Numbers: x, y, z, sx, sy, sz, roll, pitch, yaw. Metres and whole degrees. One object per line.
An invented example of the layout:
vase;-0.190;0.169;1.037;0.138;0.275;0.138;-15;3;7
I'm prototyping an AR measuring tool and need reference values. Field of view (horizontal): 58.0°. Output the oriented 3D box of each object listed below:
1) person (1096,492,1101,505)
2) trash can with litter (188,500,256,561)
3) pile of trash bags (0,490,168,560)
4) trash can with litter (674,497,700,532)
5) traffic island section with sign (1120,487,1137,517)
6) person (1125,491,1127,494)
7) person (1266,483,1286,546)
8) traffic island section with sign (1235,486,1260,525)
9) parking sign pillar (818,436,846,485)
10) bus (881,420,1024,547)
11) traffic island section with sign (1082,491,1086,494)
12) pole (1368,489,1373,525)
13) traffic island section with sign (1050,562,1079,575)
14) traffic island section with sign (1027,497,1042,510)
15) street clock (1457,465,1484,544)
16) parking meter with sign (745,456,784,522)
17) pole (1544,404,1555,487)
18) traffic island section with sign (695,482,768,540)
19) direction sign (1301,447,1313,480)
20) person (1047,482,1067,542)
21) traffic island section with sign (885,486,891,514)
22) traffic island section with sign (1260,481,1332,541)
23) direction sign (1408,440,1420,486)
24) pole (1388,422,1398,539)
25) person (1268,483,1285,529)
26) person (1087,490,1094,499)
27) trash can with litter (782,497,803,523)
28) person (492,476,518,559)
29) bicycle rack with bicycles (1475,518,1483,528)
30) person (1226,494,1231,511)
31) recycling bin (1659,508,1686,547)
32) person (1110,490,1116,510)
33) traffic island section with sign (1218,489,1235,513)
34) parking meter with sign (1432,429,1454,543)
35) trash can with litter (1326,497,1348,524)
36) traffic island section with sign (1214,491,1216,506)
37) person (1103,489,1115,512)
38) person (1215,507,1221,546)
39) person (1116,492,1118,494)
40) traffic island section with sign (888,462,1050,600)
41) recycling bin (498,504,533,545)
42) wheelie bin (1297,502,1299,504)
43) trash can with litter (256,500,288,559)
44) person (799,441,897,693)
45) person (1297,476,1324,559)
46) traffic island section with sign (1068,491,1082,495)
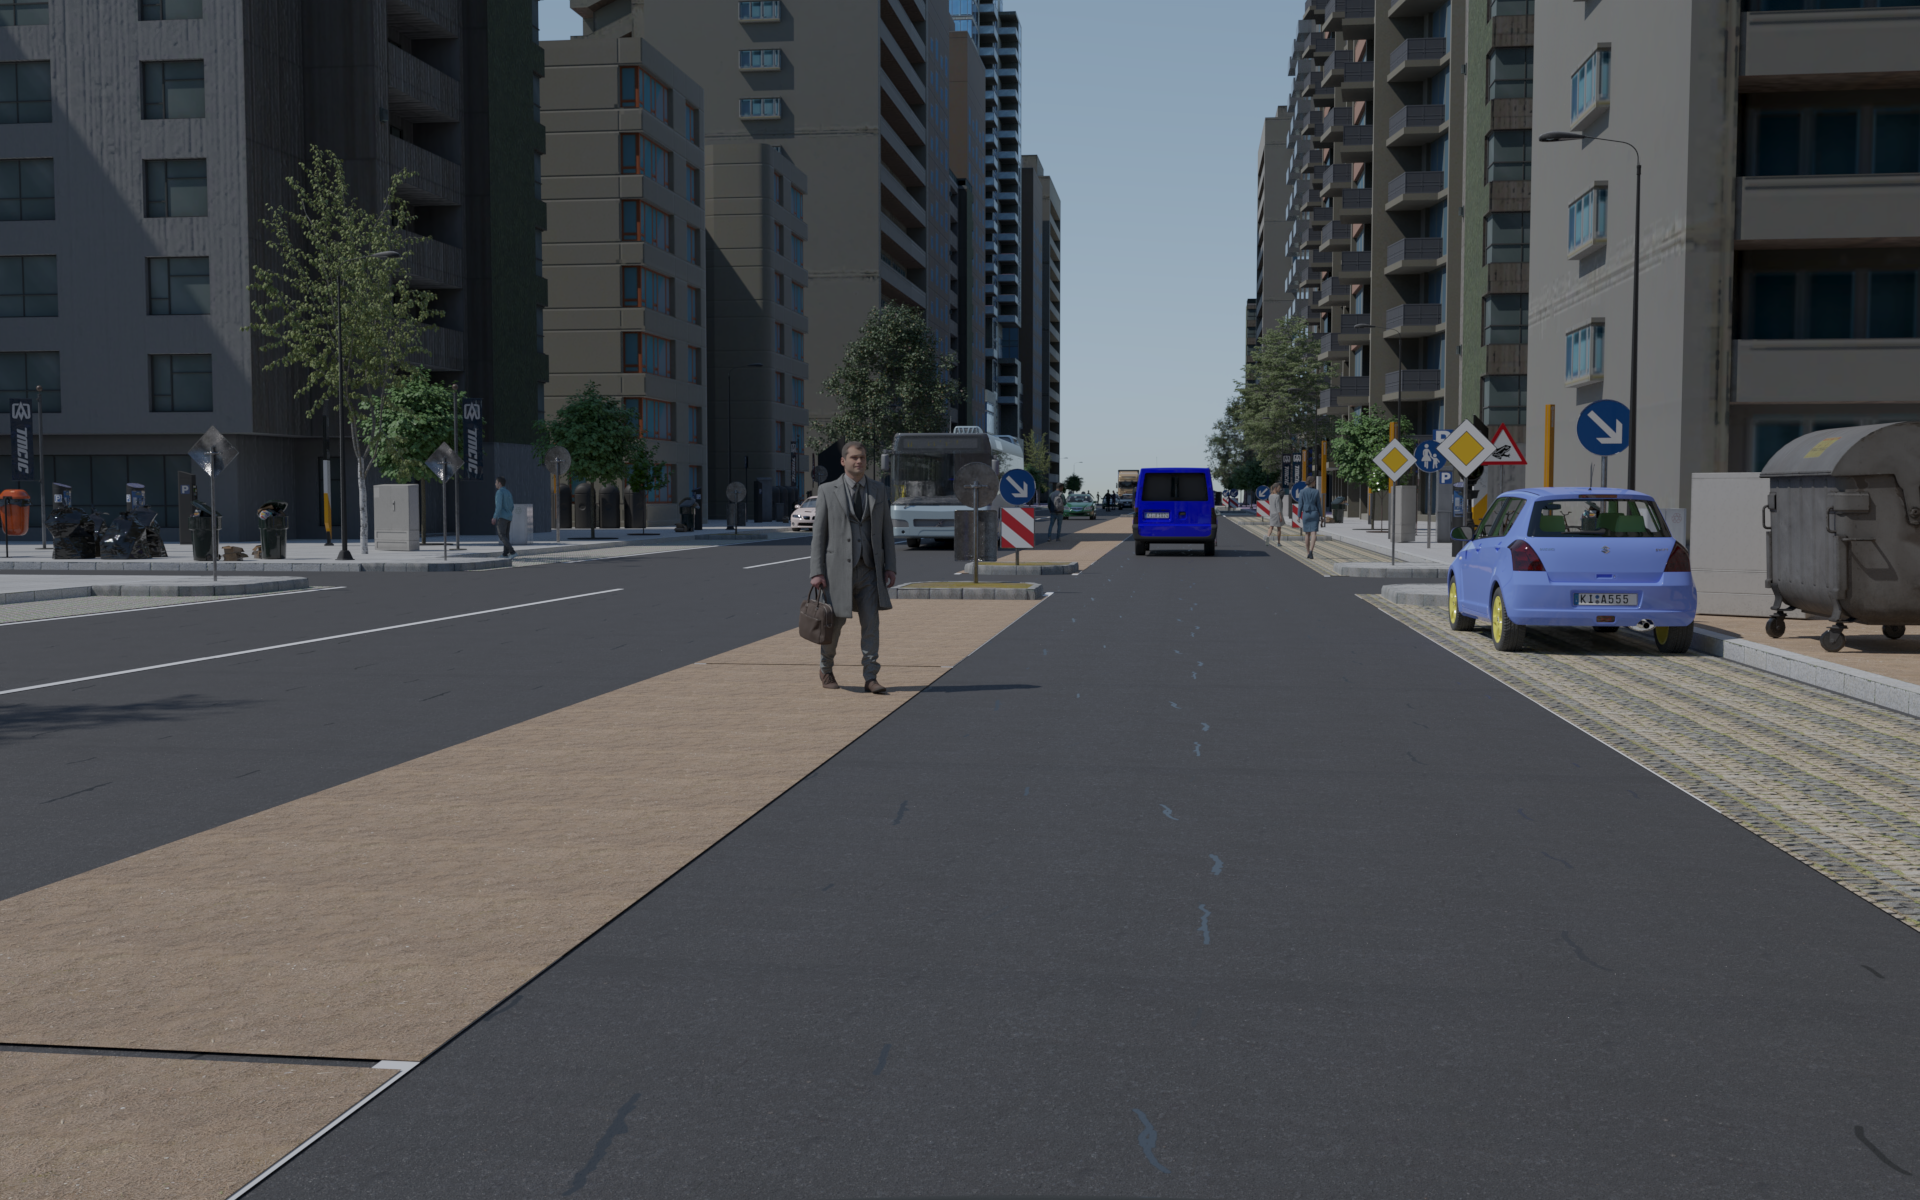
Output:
person;18.235;-13.375;227.703;0.721;1.766;1.217;2;4;33
trash can with litter;-14.215;-1.335;33.221;1.055;1.170;0.624;0;4;-3
pile of trash bags;-17.722;-1.531;34.784;3.447;1.369;1.912;1;4;9
trash can with litter;-9.215;-2.869;58.298;0.624;1.170;1.055;1;4;11
traffic island section with sign;10.857;-5.993;106.129;2.006;1.907;1.989;0;4;7
person;17.526;-10.591;182.215;0.434;1.755;0.990;-1;4;-10
person;8.563;-2.310;47.022;0.466;1.731;0.760;2;4;33
traffic island section with sign;13.903;-4.381;80.255;1.989;1.847;2.006;0;4;7
parking sign pillar;-5.909;-5.611;80.218;1.447;3.967;1.447;1;4;13
bus;0.096;-3.324;49.204;2.948;3.499;13.247;0;4;6
traffic island section with sign;17.239;-14.218;241.089;1.989;1.847;2.006;0;4;7
pole;17.288;-4.831;72.836;0.158;3.312;0.155;0;3;0
traffic island section with sign;1.115;-1.436;31.622;2.006;1.907;1.989;0;4;7
traffic island section with sign;6.485;-9.194;158.943;1.989;1.847;2.006;0;4;7
street clock;9.663;-1.728;32.825;0.471;2.002;0.358;1;4;10
parking meter with sign;-8.989;-5.100;79.649;1.738;3.016;0.543;-1;4;-15
pole;13.409;-2.789;39.445;0.158;3.312;0.155;0;3;0
traffic island section with sign;-7.165;-2.820;54.734;1.989;1.847;2.006;0;4;7
direction sign;16.682;-5.590;83.398;0.876;3.537;0.379;-3;5;-42
person;2.908;-2.634;51.912;0.623;1.781;0.721;1;4;14
traffic island section with sign;-3.564;-4.500;82.210;1.989;1.847;2.006;0;4;7
traffic island section with sign;10.408;-2.746;53.527;1.989;1.847;2.006;0;4;7
direction sign;19.075;-4.945;72.850;0.876;3.537;0.379;-3;5;-44
pole;12.300;-3.387;49.215;0.158;3.312;0.155;0;3;0
person;13.048;-3.877;71.244;0.474;1.900;0.648;-3;5;-42
person;12.358;-9.671;166.759;1.348;1.807;0.705;-1;4;-19
trash can with litter;-7.416;-3.988;76.583;1.055;1.170;0.624;0;4;-6
person;-9.916;-1.792;37.816;0.620;1.820;0.660;0;4;8
bicycle rack with bicycles;12.193;-1.450;37.091;2.925;0.926;2.852;-1;4;-10
person;21.761;-7.820;139.586;0.991;1.433;0.599;-3;5;-42
recycling bin;12.280;-1.094;30.448;0.722;1.027;0.722;0;4;4
person;13.533;-8.857;153.754;0.568;1.767;0.683;2;4;25
traffic island section with sign;20.344;-7.387;129.403;1.989;1.847;2.006;0;4;7
parking meter with sign;12.863;-3.044;46.027;0.543;3.016;1.738;1;4;12
trash can with litter;16.354;-3.915;75.404;1.055;1.170;0.624;-3;4;-38
traffic island section with sign;23.838;-9.022;156.132;1.989;1.847;2.006;0;4;7
person;12.144;-8.148;141.735;1.348;1.821;0.705;-3;4;-36
person;6.951;-2.128;47.569;0.425;1.301;0.394;0;4;7
person;20.971;-13.519;230.050;0.721;1.766;1.217;0;4;0
traffic island section with sign;0.144;-0.987;24.279;2.006;1.907;1.989;0;4;7
recycling bin;-11.205;-1.904;43.679;0.722;1.027;0.722;0;4;0
wheelie bin;17.438;-4.887;87.805;0.693;1.594;0.980;1;4;23
trash can with litter;-13.713;-1.396;34.218;1.055;1.170;0.624;3;5;45
person;-0.784;-0.239;12.510;0.694;1.812;0.767;-1;4;-21
person;7.662;-1.801;37.972;0.581;1.822;0.654;2;4;25
traffic island section with sign;13.737;-12.583;214.362;1.989;1.847;2.006;0;4;7
